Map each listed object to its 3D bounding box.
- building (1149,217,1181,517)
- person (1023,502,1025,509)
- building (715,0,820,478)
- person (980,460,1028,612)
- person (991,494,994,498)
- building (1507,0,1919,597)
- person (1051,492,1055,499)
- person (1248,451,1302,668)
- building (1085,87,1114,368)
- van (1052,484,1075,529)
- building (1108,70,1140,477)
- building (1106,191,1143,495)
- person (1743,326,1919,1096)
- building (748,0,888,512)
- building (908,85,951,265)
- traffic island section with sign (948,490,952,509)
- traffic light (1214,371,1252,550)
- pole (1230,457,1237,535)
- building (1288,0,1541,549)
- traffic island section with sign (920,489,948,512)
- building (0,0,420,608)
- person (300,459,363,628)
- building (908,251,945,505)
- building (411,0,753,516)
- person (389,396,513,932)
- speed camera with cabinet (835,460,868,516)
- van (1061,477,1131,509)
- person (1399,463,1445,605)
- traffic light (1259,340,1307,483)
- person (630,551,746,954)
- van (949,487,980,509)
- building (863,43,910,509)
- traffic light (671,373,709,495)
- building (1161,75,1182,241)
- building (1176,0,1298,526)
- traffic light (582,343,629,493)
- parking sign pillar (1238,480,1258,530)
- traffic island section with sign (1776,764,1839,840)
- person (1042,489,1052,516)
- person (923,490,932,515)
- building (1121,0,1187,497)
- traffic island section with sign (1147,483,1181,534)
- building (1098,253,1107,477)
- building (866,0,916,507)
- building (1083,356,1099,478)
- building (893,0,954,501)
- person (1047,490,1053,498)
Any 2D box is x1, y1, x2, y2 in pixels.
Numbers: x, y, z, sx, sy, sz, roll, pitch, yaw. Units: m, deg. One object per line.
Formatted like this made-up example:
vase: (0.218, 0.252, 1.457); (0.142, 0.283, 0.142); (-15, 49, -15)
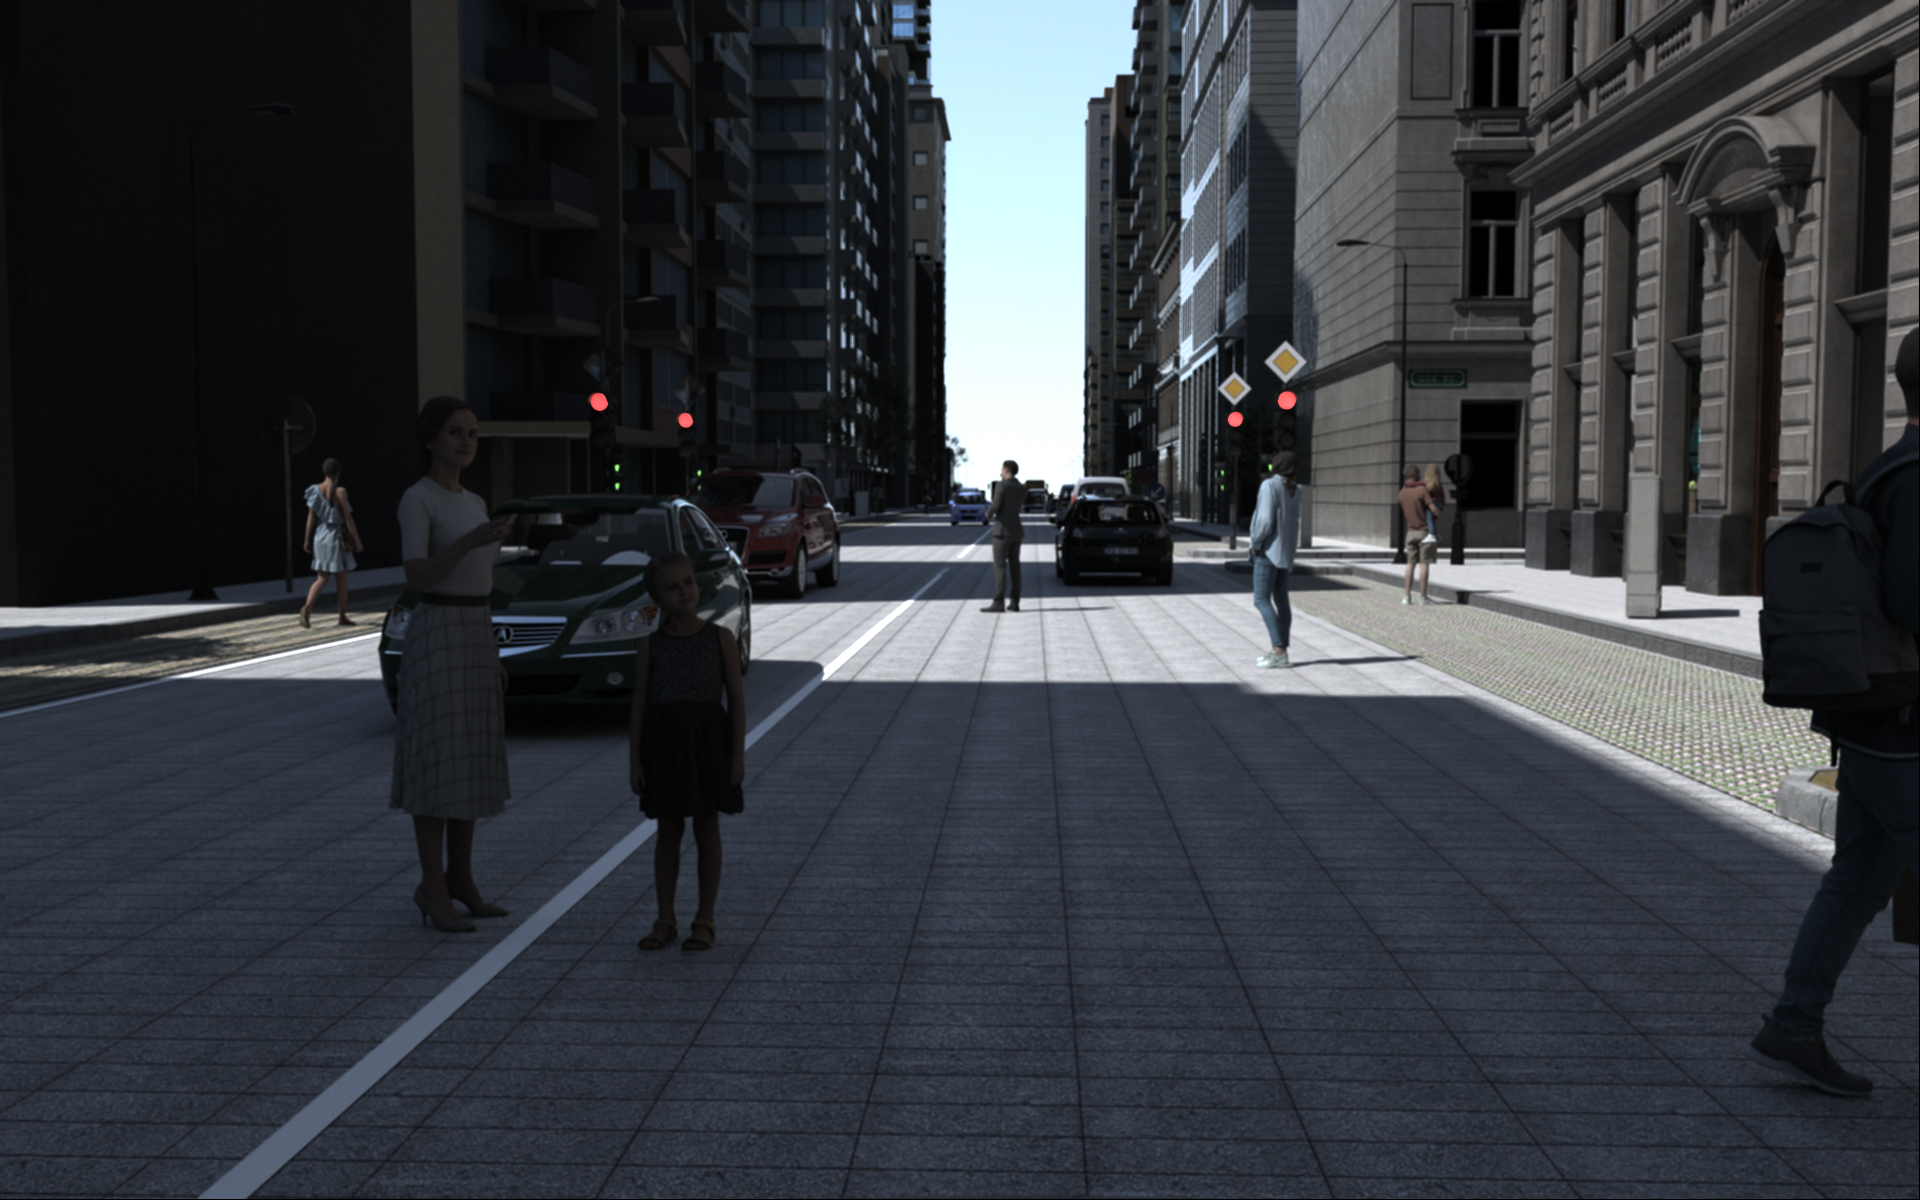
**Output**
building: (17.271, -14.653, 104.208); (10.561, 19.102, 19.286); (0, 4, 2)
person: (6.302, -9.639, 166.227); (1.348, 1.807, 0.705); (-1, 4, -11)
building: (-24.030, -24.313, 89.406); (32.217, 40.220, 23.993); (0, 4, 2)
person: (0.513, -0.787, 21.172); (0.447, 1.846, 0.655); (3, 5, 42)
person: (4.633, -13.497, 229.892); (1.217, 1.735, 0.721); (3, 5, 41)
building: (14.274, -11.699, 20.159); (11.050, 23.489, 19.941); (0, 4, 2)
person: (13.941, -15.518, 262.245); (1.348, 1.821, 0.705); (-1, 4, -15)
person: (2.655, -0.351, 14.497); (0.793, 1.790, 0.793); (1, 4, 9)
building: (29.082, -43.761, 257.493); (21.231, 58.520, 28.212); (0, 4, 2)
van: (4.885, -4.020, 72.743); (2.013, 2.044, 4.112); (0, 4, 3)
building: (22.882, -32.522, 181.843); (14.600, 45.320, 14.200); (0, 4, 2)
building: (21.791, -24.190, 167.211); (14.160, 30.474, 14.107); (0, 4, 2)
person: (2.208, 0.276, 3.975); (0.713, 1.824, 0.794); (2, 4, 34)
building: (-18.061, -31.258, 130.670); (23.786, 49.044, 30.456); (0, 4, 2)
building: (-15.997, -39.080, 228.202); (28.713, 52.752, 27.495); (0, 4, 2)
traffic island section with sign: (-1.058, -9.676, 166.833); (1.989, 1.847, 2.006); (0, 4, 2)
traffic light: (6.260, -3.109, 39.749); (0.839, 4.253, 0.868); (0, 4, 2)
pole: (8.556, -3.686, 54.113); (0.158, 3.312, 0.155); (0, 3, 0)
building: (31.901, -16.547, 46.962); (44.131, 29.872, 17.030); (0, 4, 2)
traffic island section with sign: (-2.203, -7.993, 139.316); (1.989, 1.847, 2.006); (0, 4, 2)
building: (-18.037, -11.963, 25.271); (15.834, 23.373, 12.332); (0, 4, 2)
person: (-6.737, -0.611, 18.586); (0.616, 1.811, 0.778); (1, 4, 18)
building: (-9.185, -26.634, 207.159); (14.160, 30.474, 14.107); (0, 4, 2)
building: (-18.838, -24.467, 54.656); (22.147, 44.769, 28.867); (0, 4, 2)
person: (-1.614, 0.205, 5.725); (0.524, 1.755, 0.480); (1, 4, 16)
speed camera with cabinet: (-6.365, -6.573, 101.811); (2.038, 3.252, 0.660); (-3, 5, -41)
van: (3.560, -2.245, 43.716); (2.013, 2.044, 4.112); (0, 4, 4)
person: (5.967, -0.848, 22.340); (0.580, 1.828, 0.573); (0, 4, 6)
traffic light: (5.928, -2.621, 31.771); (0.839, 4.253, 0.868); (0, 4, 2)
person: (-0.857, 0.472, 5.454); (0.362, 1.253, 0.373); (0, 4, 4)
van: (0.405, -5.839, 102.473); (2.013, 2.044, 4.112); (0, 4, 4)
building: (-11.998, -28.726, 153.261); (14.154, 41.232, 14.086); (0, 4, 2)
traffic light: (-6.291, -3.140, 40.254); (0.839, 4.253, 0.868); (0, 4, 2)
building: (21.137, -21.469, 122.720); (14.160, 30.474, 14.107); (0, 4, 2)
building: (16.709, -18.422, 78.700); (11.434, 29.767, 29.804); (0, 4, 2)
traffic light: (-6.624, -2.652, 32.276); (0.839, 4.253, 0.868); (0, 4, 2)
parking sign pillar: (10.826, -4.544, 62.765); (1.447, 3.967, 1.447); (-2, 4, -27)
traffic island section with sign: (4.619, 0.087, 7.212); (1.989, 1.847, 2.006); (0, 4, 2)
person: (5.657, -6.381, 113.175); (0.623, 1.781, 0.721); (0, 4, -5)
person: (-2.277, -6.825, 120.808); (0.721, 1.735, 1.217); (-2, 4, -27)
building: (25.784, -32.086, 144.219); (23.786, 49.044, 30.456); (0, 4, 2)
traffic island section with sign: (6.928, -3.300, 62.582); (1.989, 1.847, 2.006); (0, 4, 2)
building: (23.604, -26.676, 207.849); (14.160, 30.474, 14.107); (0, 4, 2)
building: (-14.874, -44.743, 169.796); (20.563, 71.187, 20.611); (0, 4, 2)
building: (30.660, -23.547, 230.030); (27.650, 21.520, 28.899); (0, 4, 2)
building: (-11.784, -57.709, 256.215); (22.319, 86.520, 31.000); (0, 4, 2)
person: (7.967, -9.238, 159.177); (1.348, 1.869, 0.705); (1, 4, 11)
